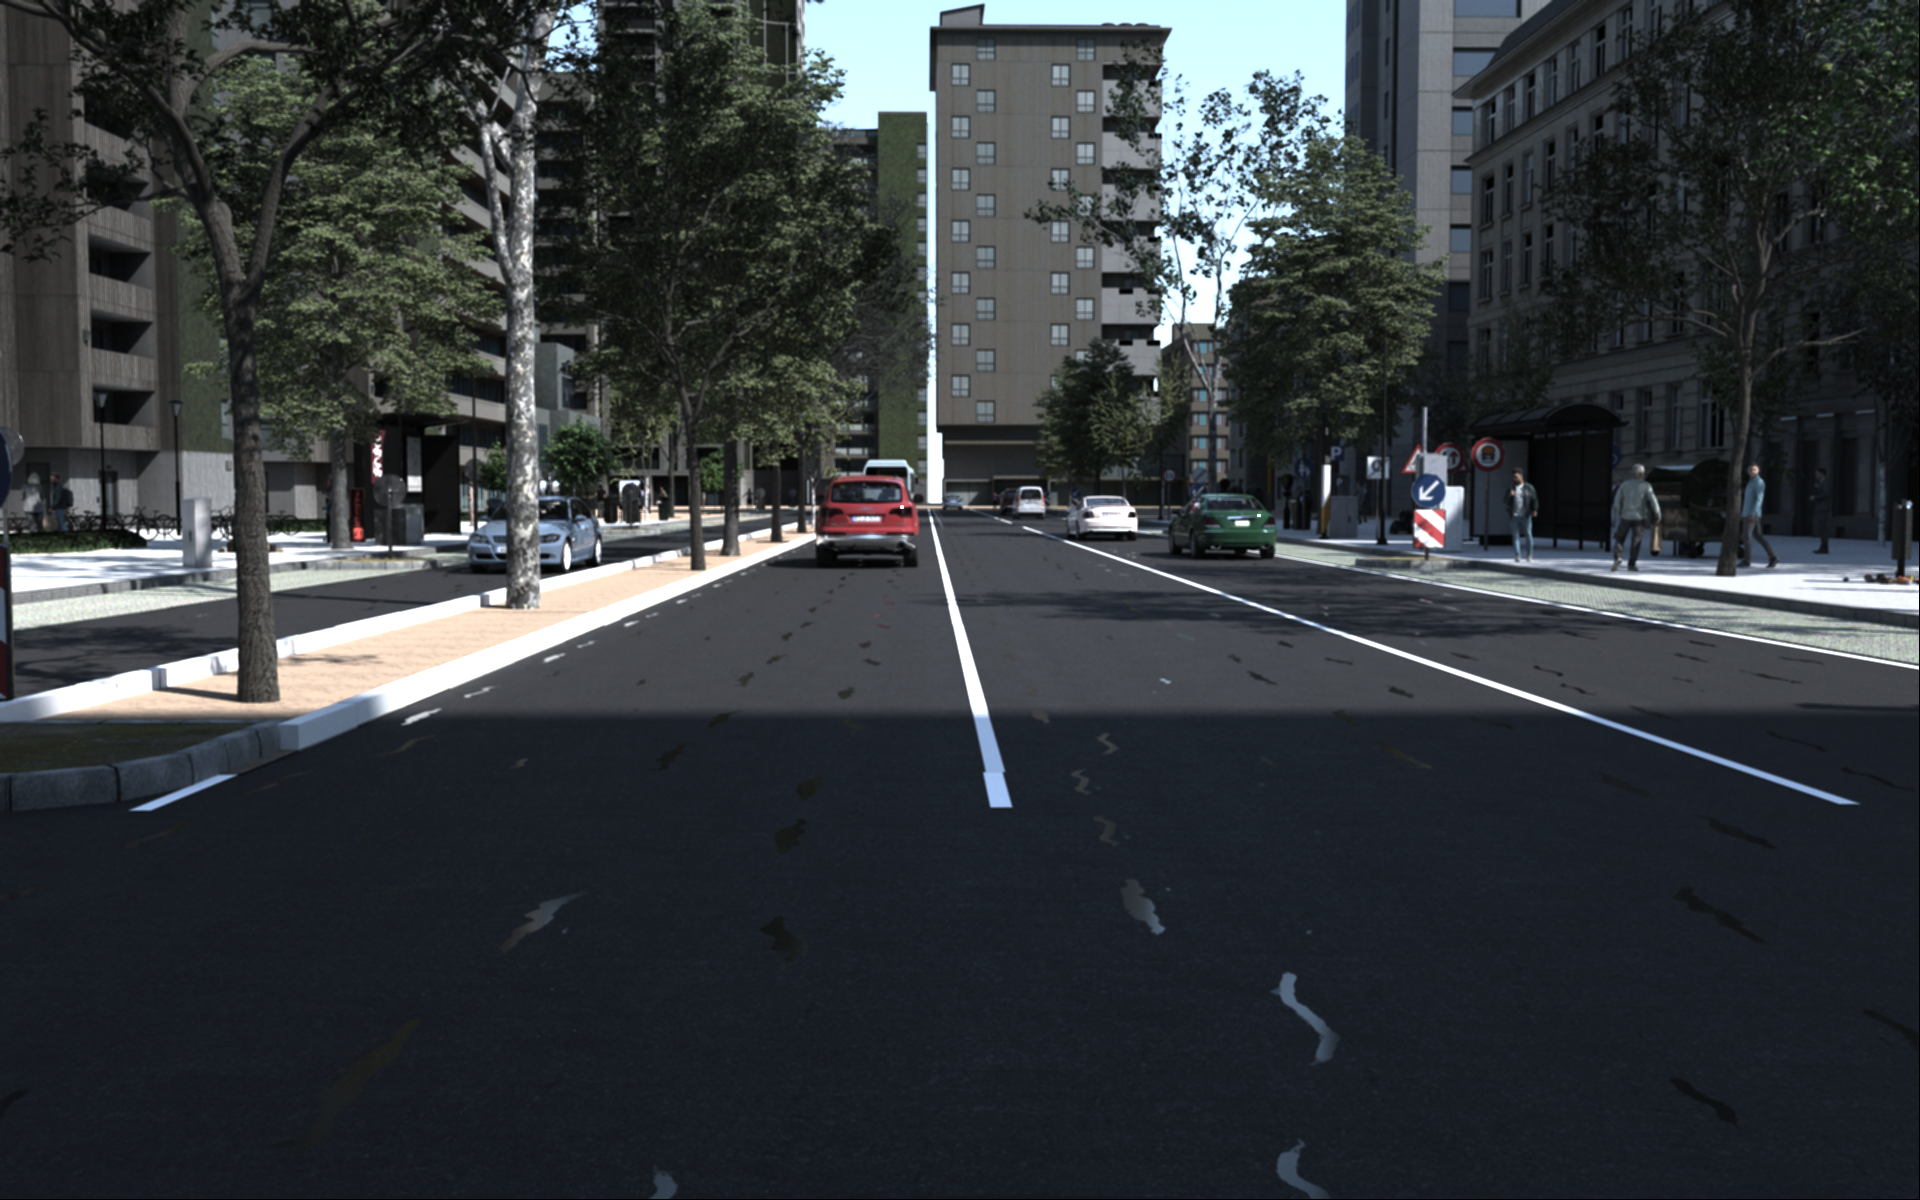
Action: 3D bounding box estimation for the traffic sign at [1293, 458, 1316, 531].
[{"bbox_3d":[12.073,-3.711,60.779,0.768,2.556,0.104,0,4,3],"label":"traffic sign"}]

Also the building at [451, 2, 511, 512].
[{"bbox_3d":[-40.363,-29.597,107.620,21.300,48.544,21.600,0,4,-1],"label":"building"}]

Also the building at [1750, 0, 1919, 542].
[{"bbox_3d":[29.986,-12.032,45.880,9.793,20.994,18.267,0,4,-1],"label":"building"}]

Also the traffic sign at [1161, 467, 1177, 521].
[{"bbox_3d":[9.972,-5.045,82.598,0.768,2.556,0.104,0,3,0],"label":"traffic sign"}]

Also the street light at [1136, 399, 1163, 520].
[{"bbox_3d":[9.253,-6.842,84.405,1.470,5.913,1.316,0,4,-1],"label":"street light"}]

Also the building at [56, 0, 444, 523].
[{"bbox_3d":[-36.076,-19.494,90.425,14.160,30.474,14.107,0,4,-1],"label":"building"}]

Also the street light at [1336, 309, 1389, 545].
[{"bbox_3d":[10.121,-4.344,43.558,1.470,5.913,1.316,0,4,-1],"label":"street light"}]

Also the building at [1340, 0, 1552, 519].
[{"bbox_3d":[33.838,-34.313,103.016,21.231,58.520,28.212,0,4,-1],"label":"building"}]

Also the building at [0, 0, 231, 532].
[{"bbox_3d":[-35.767,-17.701,61.115,14.160,30.474,14.107,0,4,-1],"label":"building"}]

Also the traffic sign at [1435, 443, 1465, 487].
[{"bbox_3d":[12.118,-2.623,42.992,0.768,2.556,0.104,0,4,4],"label":"traffic sign"}]

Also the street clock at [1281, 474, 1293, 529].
[{"bbox_3d":[11.964,-3.595,63.354,0.358,2.002,0.471,-1,4,-20],"label":"street clock"}]

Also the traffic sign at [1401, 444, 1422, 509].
[{"bbox_3d":[11.800,-2.733,44.687,0.884,2.594,0.081,0,4,1],"label":"traffic sign"}]

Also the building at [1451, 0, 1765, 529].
[{"bbox_3d":[32.255,-14.477,69.990,16.112,22.955,30.059,0,4,-1],"label":"building"}]

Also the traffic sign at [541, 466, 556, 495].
[{"bbox_3d":[-18.094,-4.666,76.390,0.768,2.556,0.104,0,4,4],"label":"traffic sign"}]

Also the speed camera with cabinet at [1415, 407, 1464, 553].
[{"bbox_3d":[10.722,-2.714,38.710,0.660,3.252,2.038,0,4,1],"label":"speed camera with cabinet"}]

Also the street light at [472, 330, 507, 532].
[{"bbox_3d":[-13.187,-4.674,48.958,1.470,5.913,1.316,0,4,-1],"label":"street light"}]

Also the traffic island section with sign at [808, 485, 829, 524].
[{"bbox_3d":[-6.300,-4.631,83.858,2.006,1.907,1.989,0,4,-1],"label":"traffic island section with sign"}]

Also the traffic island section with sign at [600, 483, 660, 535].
[{"bbox_3d":[-11.743,-3.244,61.670,1.989,1.847,2.006,0,4,-1],"label":"traffic island section with sign"}]

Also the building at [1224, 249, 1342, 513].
[{"bbox_3d":[36.817,-17.595,132.714,27.650,21.520,28.899,0,4,-1],"label":"building"}]

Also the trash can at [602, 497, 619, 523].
[{"bbox_3d":[-15.407,-3.961,76.419,0.748,1.137,0.748,0,3,0],"label":"trash can"}]

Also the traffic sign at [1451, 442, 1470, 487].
[{"bbox_3d":[12.406,-2.668,43.618,0.884,2.594,0.081,0,4,4],"label":"traffic sign"}]

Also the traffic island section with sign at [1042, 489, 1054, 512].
[{"bbox_3d":[6.703,-7.976,139.031,1.989,1.847,2.006,0,4,-1],"label":"traffic island section with sign"}]

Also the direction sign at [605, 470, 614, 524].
[{"bbox_3d":[-15.233,-5.082,75.093,0.379,3.537,0.876,0,4,-5],"label":"direction sign"}]

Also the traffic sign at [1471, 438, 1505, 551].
[{"bbox_3d":[11.942,-2.394,39.254,0.768,2.556,0.104,0,4,2],"label":"traffic sign"}]

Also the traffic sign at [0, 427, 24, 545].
[{"bbox_3d":[-18.140,-2.004,32.878,0.768,2.556,0.104,0,4,2],"label":"traffic sign"}]

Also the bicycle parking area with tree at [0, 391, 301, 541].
[{"bbox_3d":[-23.831,-3.899,50.749,9.016,4.147,8.231,1,4,10],"label":"bicycle parking area with tree"}]

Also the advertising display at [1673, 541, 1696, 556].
[{"bbox_3d":[15.245,-1.907,36.395,0.974,1.923,0.123,-3,5,-41],"label":"advertising display"}]

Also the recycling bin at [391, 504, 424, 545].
[{"bbox_3d":[-13.999,-1.916,43.874,0.722,1.027,0.722,-1,4,-9],"label":"recycling bin"}]

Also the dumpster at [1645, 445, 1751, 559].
[{"bbox_3d":[14.888,-1.988,34.997,1.502,2.255,1.985,0,4,-1],"label":"dumpster"}]

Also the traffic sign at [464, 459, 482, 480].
[{"bbox_3d":[-17.419,-3.797,62.185,0.768,2.556,0.104,0,4,5],"label":"traffic sign"}]

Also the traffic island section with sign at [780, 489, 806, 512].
[{"bbox_3d":[-13.281,-7.897,137.746,1.989,1.847,2.006,0,4,-1],"label":"traffic island section with sign"}]

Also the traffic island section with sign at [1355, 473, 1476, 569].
[{"bbox_3d":[8.857,-1.549,33.953,1.989,1.847,2.006,0,4,-1],"label":"traffic island section with sign"}]

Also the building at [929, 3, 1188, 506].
[{"bbox_3d":[10.300,-37.112,196.020,27.495,52.752,28.713,0,4,-1],"label":"building"}]

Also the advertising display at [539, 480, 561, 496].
[{"bbox_3d":[-18.508,-4.462,78.163,0.974,1.923,0.123,-2,4,-30],"label":"advertising display"}]

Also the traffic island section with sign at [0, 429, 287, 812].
[{"bbox_3d":[-4.766,-0.037,8.735,2.006,1.907,1.989,0,4,-1],"label":"traffic island section with sign"}]

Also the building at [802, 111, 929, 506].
[{"bbox_3d":[-10.394,-30.871,188.330,14.086,41.232,14.154,0,4,-1],"label":"building"}]

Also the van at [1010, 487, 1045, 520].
[{"bbox_3d":[3.885,-5.596,98.506,2.013,2.044,4.112,0,4,-2],"label":"van"}]

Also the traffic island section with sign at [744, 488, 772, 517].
[{"bbox_3d":[-12.739,-6.249,110.796,1.989,1.847,2.006,0,4,-1],"label":"traffic island section with sign"}]

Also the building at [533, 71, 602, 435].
[{"bbox_3d":[-48.958,-34.709,191.200,21.600,48.544,21.300,0,4,-1],"label":"building"}]

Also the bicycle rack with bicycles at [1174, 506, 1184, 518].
[{"bbox_3d":[11.023,-3.762,74.896,2.852,0.926,2.925,-2,4,-30],"label":"bicycle rack with bicycles"}]

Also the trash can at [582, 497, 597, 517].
[{"bbox_3d":[-16.925,-4.115,78.937,0.748,1.137,0.748,0,3,0],"label":"trash can"}]

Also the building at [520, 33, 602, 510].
[{"bbox_3d":[-45.490,-50.119,132.124,31.000,86.520,22.319,0,4,-1],"label":"building"}]

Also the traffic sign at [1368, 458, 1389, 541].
[{"bbox_3d":[11.481,-2.782,47.613,0.606,2.300,0.079,0,4,7],"label":"traffic sign"}]

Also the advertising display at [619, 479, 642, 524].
[{"bbox_3d":[-14.202,-4.244,74.595,0.974,1.923,0.123,0,4,-2],"label":"advertising display"}]

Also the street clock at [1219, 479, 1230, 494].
[{"bbox_3d":[12.479,-4.714,81.638,0.471,2.002,0.358,-2,4,-24],"label":"street clock"}]

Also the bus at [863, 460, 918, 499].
[{"bbox_3d":[-3.994,-6.436,100.083,2.948,3.499,13.247,0,4,0],"label":"bus"}]

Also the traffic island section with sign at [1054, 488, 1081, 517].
[{"bbox_3d":[7.282,-6.281,111.327,1.989,1.847,2.006,0,4,-1],"label":"traffic island section with sign"}]

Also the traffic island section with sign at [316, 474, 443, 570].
[{"bbox_3d":[-11.165,-1.525,33.558,1.989,1.847,2.006,0,4,-1],"label":"traffic island section with sign"}]

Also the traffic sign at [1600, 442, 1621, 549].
[{"bbox_3d":[15.086,-2.480,40.655,0.768,2.556,0.104,0,4,4],"label":"traffic sign"}]

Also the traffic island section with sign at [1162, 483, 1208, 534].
[{"bbox_3d":[8.285,-3.256,61.870,1.989,1.847,2.006,0,4,-1],"label":"traffic island section with sign"}]

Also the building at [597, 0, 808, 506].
[{"bbox_3d":[-27.845,-45.998,190.311,20.611,71.187,20.563,0,4,-1],"label":"building"}]

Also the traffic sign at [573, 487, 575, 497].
[{"bbox_3d":[-16.191,-4.441,72.711,0.768,2.556,0.104,0,4,3],"label":"traffic sign"}]

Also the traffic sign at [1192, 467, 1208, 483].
[{"bbox_3d":[11.453,-5.050,82.669,0.768,2.556,0.104,0,4,8],"label":"traffic sign"}]
